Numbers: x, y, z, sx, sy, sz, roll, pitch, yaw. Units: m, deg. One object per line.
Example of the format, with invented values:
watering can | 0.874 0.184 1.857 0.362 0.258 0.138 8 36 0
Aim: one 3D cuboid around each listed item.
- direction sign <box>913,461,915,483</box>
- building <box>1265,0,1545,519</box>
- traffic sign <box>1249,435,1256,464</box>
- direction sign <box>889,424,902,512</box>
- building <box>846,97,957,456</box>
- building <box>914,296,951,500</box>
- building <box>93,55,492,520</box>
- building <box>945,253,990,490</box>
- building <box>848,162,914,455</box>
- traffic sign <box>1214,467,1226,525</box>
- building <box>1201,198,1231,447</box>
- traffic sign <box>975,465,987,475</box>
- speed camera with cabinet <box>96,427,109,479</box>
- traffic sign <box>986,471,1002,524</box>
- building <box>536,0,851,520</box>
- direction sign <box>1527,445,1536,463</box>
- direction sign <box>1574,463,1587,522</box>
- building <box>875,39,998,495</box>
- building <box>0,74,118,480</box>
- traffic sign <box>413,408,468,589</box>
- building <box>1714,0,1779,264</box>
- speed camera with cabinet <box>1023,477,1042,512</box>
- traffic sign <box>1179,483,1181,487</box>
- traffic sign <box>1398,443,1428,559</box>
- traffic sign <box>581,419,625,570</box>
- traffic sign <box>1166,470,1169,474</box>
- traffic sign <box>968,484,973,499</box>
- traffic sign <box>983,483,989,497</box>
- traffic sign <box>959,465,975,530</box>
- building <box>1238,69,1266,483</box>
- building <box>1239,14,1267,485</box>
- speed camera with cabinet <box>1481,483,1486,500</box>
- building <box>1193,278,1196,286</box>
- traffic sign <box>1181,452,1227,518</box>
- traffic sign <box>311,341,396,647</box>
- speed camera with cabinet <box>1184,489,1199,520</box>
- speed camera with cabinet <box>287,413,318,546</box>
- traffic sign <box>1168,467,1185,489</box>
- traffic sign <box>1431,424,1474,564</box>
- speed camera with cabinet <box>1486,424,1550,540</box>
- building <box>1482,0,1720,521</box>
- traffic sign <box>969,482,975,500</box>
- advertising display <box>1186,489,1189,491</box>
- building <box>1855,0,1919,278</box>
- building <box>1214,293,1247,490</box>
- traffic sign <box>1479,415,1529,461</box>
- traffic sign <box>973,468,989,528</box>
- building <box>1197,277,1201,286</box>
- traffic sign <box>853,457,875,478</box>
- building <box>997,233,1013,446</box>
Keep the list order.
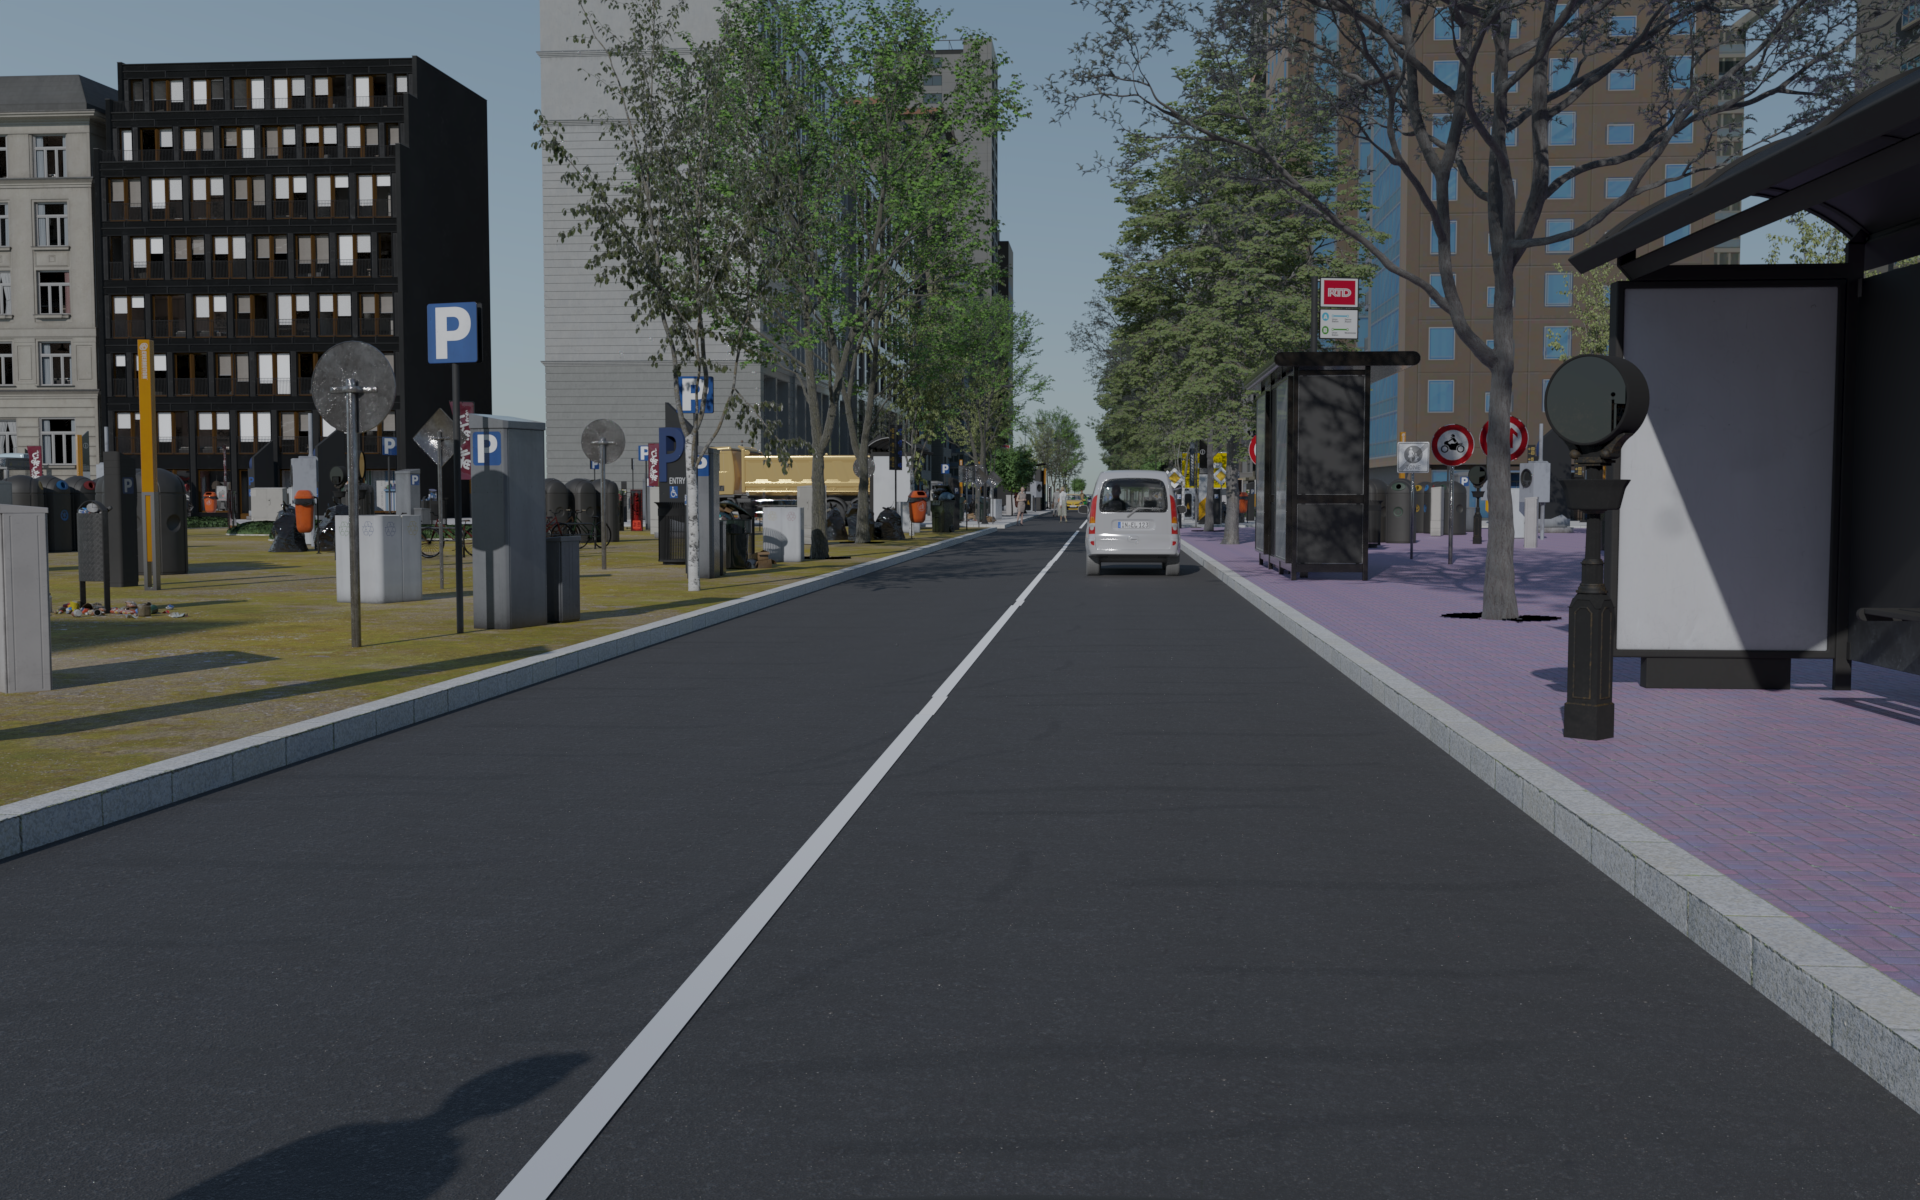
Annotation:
direction sign | -3.333 -7.707 118.004 0.379 3.537 0.876 2 4 32
building | 26.387 -27.910 106.446 14.600 45.320 14.200 0 4 5
traffic sign | 6.177 -2.121 34.785 0.768 2.556 0.104 1 4 9
direction sign | -2.105 -3.958 56.715 0.379 3.537 0.876 2 4 25
building | -12.001 -32.975 193.771 22.147 44.769 28.867 0 4 5
building | -15.907 -19.623 165.880 27.650 21.520 28.899 0 4 5
building | -34.960 -16.077 92.540 15.834 23.373 12.332 0 4 5
building | -11.215 -34.562 256.970 32.217 40.220 23.993 0 4 5
building | -14.959 -20.066 132.601 19.350 26.468 34.151 0 4 5
traffic sign | 10.962 -4.375 72.723 0.795 2.450 0.064 1 4 11
building | 48.141 -39.269 265.746 21.300 48.544 21.600 0 4 5
traffic sign | 0.798 -4.566 74.768 0.768 2.556 0.104 1 4 8
speed camera with cabinet | -25.187 -3.425 50.340 0.660 3.252 2.038 1 4 21
traffic sign | 1.410 -4.303 73.992 0.795 2.450 0.064 0 4 5
building | -13.989 -19.749 100.383 11.434 29.767 29.804 0 4 5
direction sign | 26.446 -5.345 79.389 0.876 3.537 0.379 1 4 19
direction sign | 28.201 -5.274 78.223 0.876 3.537 0.379 1 4 16
building | -2.237 -51.358 277.954 20.563 71.187 20.611 0 4 5
building | -58.024 -16.154 97.397 30.059 22.955 16.112 0 4 5
traffic sign | -6.999 -1.355 23.338 0.795 2.450 0.064 1 4 11
building | 41.731 -27.010 133.489 32.217 40.220 23.993 0 4 5
speed camera with cabinet | 4.971 -7.852 122.721 0.660 3.252 2.038 3 5 40
traffic sign | 12.868 -6.212 101.676 0.768 2.556 0.104 1 4 9
traffic sign | 8.904 -1.955 34.094 0.606 2.300 0.079 0 4 7
traffic sign | -6.053 -1.790 29.378 0.768 2.556 0.104 0 4 5
traffic sign | 8.776 -4.263 73.341 0.795 2.450 0.064 0 4 5
traffic sign | 0.842 -6.926 113.241 0.884 2.594 0.081 1 4 13
traffic sign | 1.818 -7.419 121.413 0.768 2.556 0.104 1 4 14
traffic sign | 0.242 -3.616 61.249 0.606 2.300 0.079 1 4 14
building | 40.022 -31.828 175.016 22.147 44.769 28.867 0 4 5
building | 42.036 -46.518 198.821 20.563 71.187 20.611 0 4 5
speed camera with cabinet | 19.650 -4.144 62.086 2.038 3.252 0.660 -2 4 -25
building | 46.939 -37.594 298.262 14.154 41.232 14.086 0 4 5
traffic sign | 11.817 -5.492 83.668 2.265 3.308 0.079 1 4 11
traffic sign | -5.059 -0.877 14.440 0.768 2.556 0.104 1 4 11
speed camera with cabinet | 11.624 -5.706 87.637 0.660 3.252 2.038 3 5 40
speed camera with cabinet | -16.374 -2.980 43.066 0.660 3.252 2.038 -2 4 -25
traffic sign | 8.093 -3.776 65.386 0.795 2.450 0.064 0 4 5
traffic sign | 8.947 -1.922 31.528 0.768 2.556 0.104 0 4 7
speed camera with cabinet | 15.953 -3.365 49.355 0.660 3.252 2.038 -1 4 -17
building | 28.937 -26.795 88.211 14.200 45.320 14.600 0 4 5
traffic sign | 0.835 -6.515 107.707 0.795 2.450 0.064 1 4 8
advertising display | 19.149 -8.569 145.317 0.123 1.923 0.974 -3 5 -39
building | 58.781 -28.460 89.015 21.600 48.544 21.300 0 4 5
building | 43.365 -29.137 248.093 14.160 30.474 14.107 0 4 5
traffic sign | 8.729 -1.698 27.874 0.768 2.556 0.104 1 4 9
traffic sign | 0.727 -3.816 66.036 0.795 2.450 0.064 0 4 5
building | 45.913 -38.768 283.967 14.600 45.320 14.200 0 4 5
traffic sign | -3.213 -3.532 57.861 0.768 2.556 0.104 1 4 10
building | 1.816 -39.551 296.761 14.600 45.320 14.200 0 4 5
